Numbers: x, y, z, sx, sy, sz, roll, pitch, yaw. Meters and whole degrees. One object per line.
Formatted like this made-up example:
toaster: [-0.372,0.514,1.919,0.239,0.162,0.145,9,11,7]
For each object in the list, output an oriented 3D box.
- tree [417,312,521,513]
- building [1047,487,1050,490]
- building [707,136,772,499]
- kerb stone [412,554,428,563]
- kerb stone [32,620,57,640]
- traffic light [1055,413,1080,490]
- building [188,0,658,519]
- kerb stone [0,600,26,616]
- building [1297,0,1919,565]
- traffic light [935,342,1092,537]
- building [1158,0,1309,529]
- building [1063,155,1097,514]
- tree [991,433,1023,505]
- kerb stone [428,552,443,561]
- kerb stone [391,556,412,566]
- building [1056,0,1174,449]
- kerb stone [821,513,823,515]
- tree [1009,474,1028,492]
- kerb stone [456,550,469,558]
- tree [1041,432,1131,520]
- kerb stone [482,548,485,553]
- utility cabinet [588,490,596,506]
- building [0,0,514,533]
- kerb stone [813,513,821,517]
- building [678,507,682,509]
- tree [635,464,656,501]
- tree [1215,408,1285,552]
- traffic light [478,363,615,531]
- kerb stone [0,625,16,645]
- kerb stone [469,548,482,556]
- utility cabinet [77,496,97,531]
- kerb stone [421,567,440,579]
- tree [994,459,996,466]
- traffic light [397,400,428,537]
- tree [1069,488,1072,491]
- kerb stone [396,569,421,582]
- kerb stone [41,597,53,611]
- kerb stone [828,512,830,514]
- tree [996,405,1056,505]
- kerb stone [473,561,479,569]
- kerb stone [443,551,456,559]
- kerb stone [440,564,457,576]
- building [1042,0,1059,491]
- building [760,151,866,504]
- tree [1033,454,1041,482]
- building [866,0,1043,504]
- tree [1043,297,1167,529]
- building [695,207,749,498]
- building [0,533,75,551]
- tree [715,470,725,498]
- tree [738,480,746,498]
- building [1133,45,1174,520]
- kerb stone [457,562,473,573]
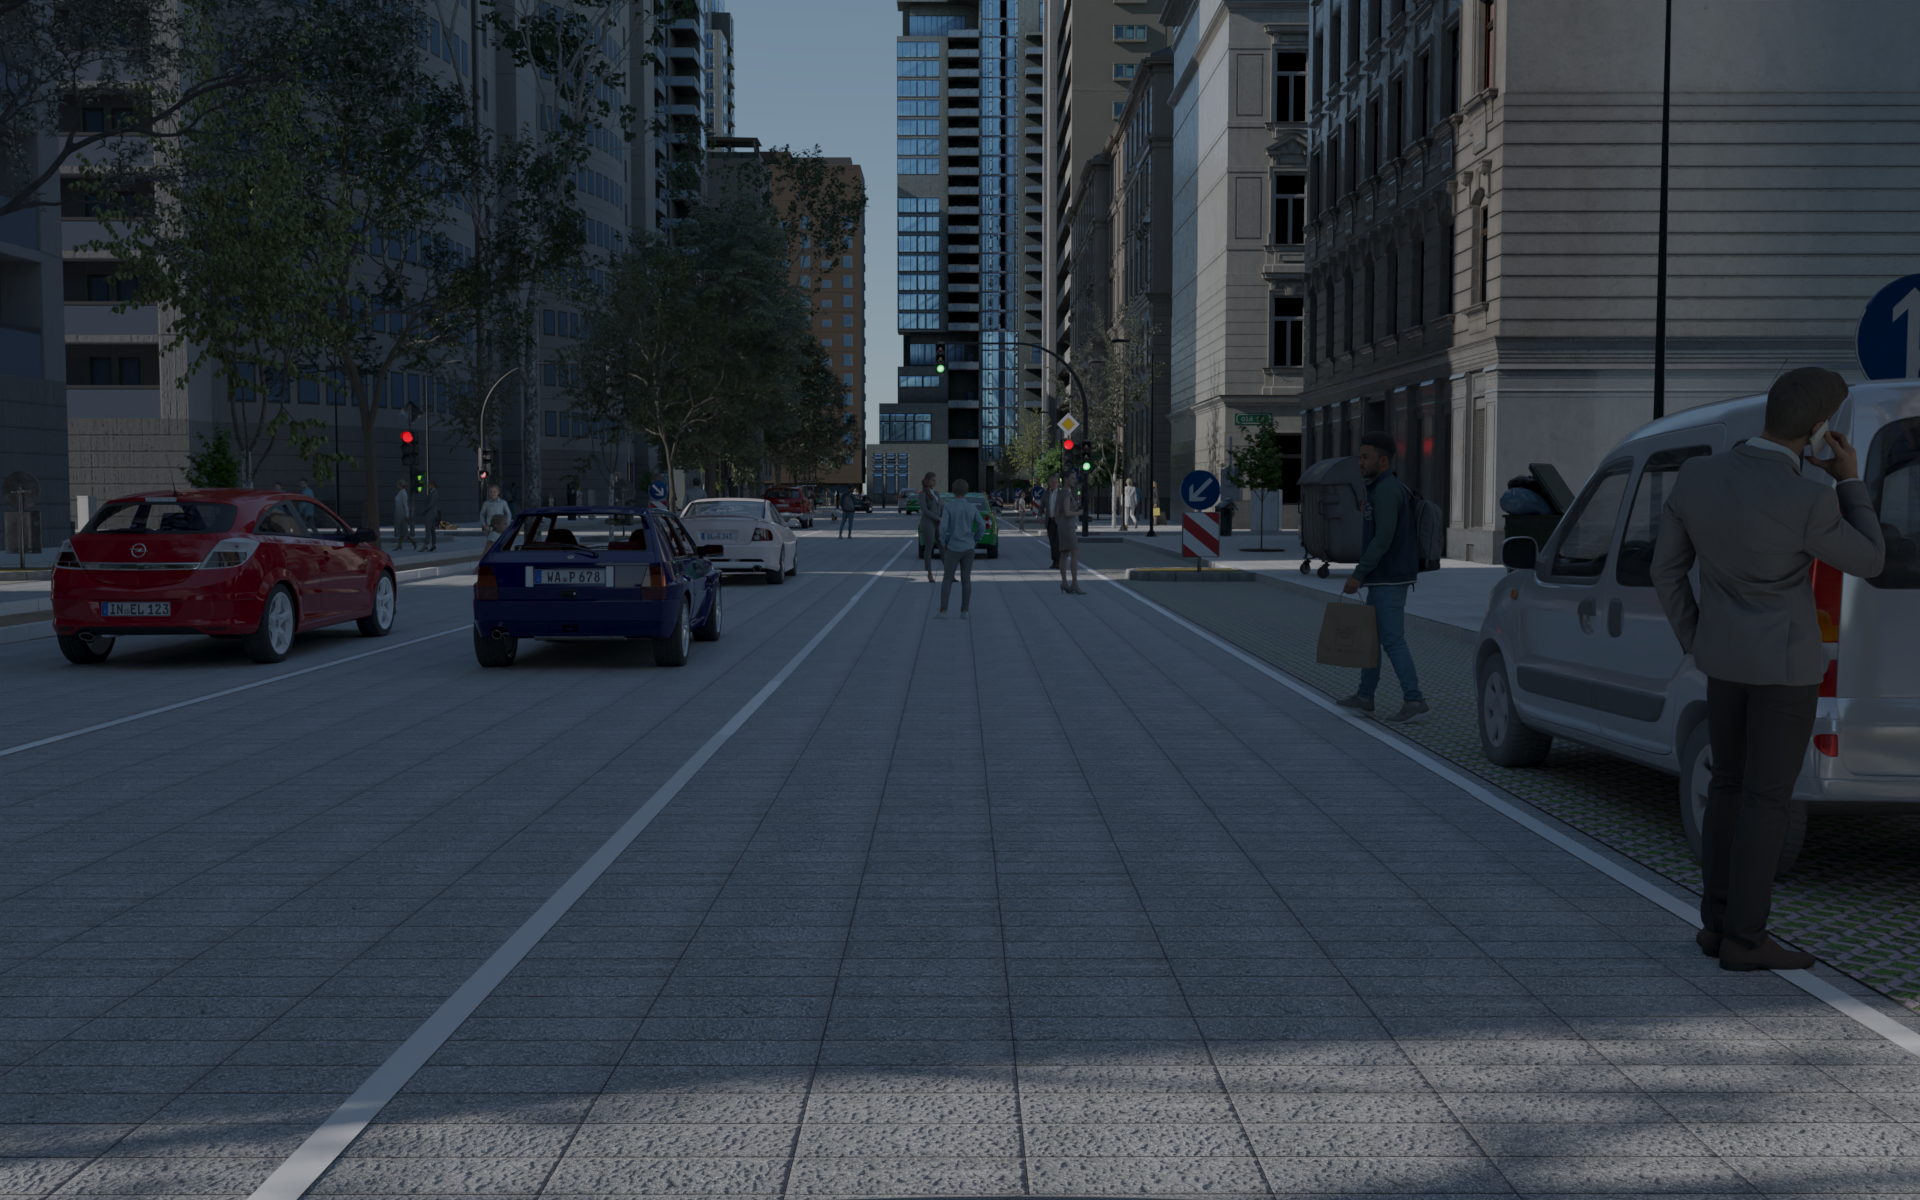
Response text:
tree: [-18.657,-7.150,67.268,4.360,8.622,3.978,0,3,0]
building: [19.253,-44.641,168.132,20.563,71.187,20.611,0,3,0]
building: [-29.133,-31.607,200.366,14.086,41.232,14.154,0,3,0]
kerb stone: [-11.303,-0.837,35.920,0.120,0.150,1.000,0,3,0]
kerb stone: [-9.177,0.289,17.472,0.120,0.150,1.000,0,3,0]
traffic light: [3.719,-4.343,59.925,0.839,4.253,0.868,0,3,0]
building: [-32.540,-34.808,111.105,21.231,58.520,28.212,0,3,0]
kerb stone: [-11.272,0.102,20.565,0.120,0.150,1.000,0,3,0]
building: [14.298,-11.649,39.619,9.793,20.994,18.267,0,3,0]
traffic light: [1.642,-4.717,51.795,4.771,5.953,1.251,0,3,0]
building: [30.984,-17.947,69.847,44.131,29.872,17.030,0,3,0]
building: [14.232,-19.895,122.551,12.463,27.353,25.104,0,3,0]
tree: [5.695,-15.602,205.448,4.360,8.622,3.978,0,3,0]
kerb stone: [-11.303,-0.902,36.946,0.120,0.150,1.000,0,3,0]
kerb stone: [-11.304,-0.773,34.898,0.120,0.150,1.000,0,3,0]
building: [19.459,-32.052,147.758,21.300,48.544,21.600,0,3,0]
kerb stone: [-9.344,-5.636,114.411,0.120,0.150,1.000,0,3,0]
tree: [5.785,-10.563,167.308,1.663,3.219,1.824,0,3,0]
kerb stone: [-11.305,-1.025,38.990,0.120,0.150,1.000,0,3,0]
tree: [6.747,-6.225,85.500,4.285,4.588,4.351,0,3,0]
kerb stone: [-11.317,-1.149,41.034,0.120,0.150,1.000,0,3,0]
utility cabinet: [-18.253,-4.727,85.961,0.318,1.500,1.173,0,4,-8]
building: [-32.370,-32.597,74.961,21.231,58.520,28.212,0,3,0]
kerb stone: [-9.347,-5.576,113.378,0.120,0.150,1.000,0,3,0]
building: [-32.788,-51.136,148.752,22.319,86.520,31.000,0,3,0]
tree: [-19.909,-7.075,110.280,1.663,3.219,1.824,0,3,0]
tree: [6.829,-2.707,38.865,1.663,3.219,1.824,0,3,0]
traffic light: [-14.351,-5.214,59.911,4.771,5.953,1.251,0,3,0]
kerb stone: [-9.167,0.351,16.450,0.120,0.150,1.000,0,3,0]
kerb stone: [-11.304,-1.086,40.012,0.120,0.150,1.000,0,3,0]
utility cabinet: [-29.897,-2.947,59.347,1.020,1.237,0.306,3,5,44]
kerb stone: [-9.195,-0.463,29.765,0.120,0.150,1.000,0,3,0]
tree: [5.935,-16.049,212.759,4.737,8.622,4.395,0,3,0]
traffic light: [-16.428,-3.851,51.887,0.839,4.253,0.868,0,3,0]
tree: [6.578,-7.129,111.166,1.663,3.219,1.824,0,3,0]
kerb stone: [-9.198,-0.400,28.738,0.120,0.150,1.000,0,3,0]
kerb stone: [-11.278,0.037,21.588,0.120,0.150,1.000,0,3,0]
kerb stone: [-9.355,-6.018,120.591,0.120,0.150,1.000,0,3,0]
tree: [5.853,-11.708,141.786,4.737,8.622,4.395,0,3,0]
kerb stone: [-9.196,-0.651,32.846,0.120,0.150,1.000,0,3,0]
kerb stone: [-11.306,-0.964,37.968,0.120,0.150,1.000,0,3,0]
kerb stone: [-9.187,-0.520,30.791,0.120,0.150,1.000,0,3,0]
building: [19.695,-39.830,193.222,21.231,58.520,28.212,0,3,0]
building: [-19.852,-35.427,229.348,14.200,45.320,14.600,0,3,0]
tree: [6.097,-7.429,105.179,4.285,4.588,4.351,0,3,0]
building: [3.438,-56.205,231.627,31.000,86.520,22.319,0,3,0]
tree: [5.513,-6.971,64.334,4.360,8.622,3.978,0,3,0]
building: [-29.057,-24.559,173.245,14.160,30.474,14.107,0,3,0]
building: [-35.728,-30.219,36.074,28.212,58.520,21.231,0,3,0]
tree: [-19.197,-8.750,137.665,1.663,3.219,1.824,0,3,0]
tree: [-18.655,-12.076,147.803,4.360,8.622,3.978,0,3,0]
building: [15.021,-18.332,96.983,12.463,27.353,25.104,0,3,0]
kerb stone: [-9.200,-0.588,31.812,0.120,0.150,1.000,0,3,0]
